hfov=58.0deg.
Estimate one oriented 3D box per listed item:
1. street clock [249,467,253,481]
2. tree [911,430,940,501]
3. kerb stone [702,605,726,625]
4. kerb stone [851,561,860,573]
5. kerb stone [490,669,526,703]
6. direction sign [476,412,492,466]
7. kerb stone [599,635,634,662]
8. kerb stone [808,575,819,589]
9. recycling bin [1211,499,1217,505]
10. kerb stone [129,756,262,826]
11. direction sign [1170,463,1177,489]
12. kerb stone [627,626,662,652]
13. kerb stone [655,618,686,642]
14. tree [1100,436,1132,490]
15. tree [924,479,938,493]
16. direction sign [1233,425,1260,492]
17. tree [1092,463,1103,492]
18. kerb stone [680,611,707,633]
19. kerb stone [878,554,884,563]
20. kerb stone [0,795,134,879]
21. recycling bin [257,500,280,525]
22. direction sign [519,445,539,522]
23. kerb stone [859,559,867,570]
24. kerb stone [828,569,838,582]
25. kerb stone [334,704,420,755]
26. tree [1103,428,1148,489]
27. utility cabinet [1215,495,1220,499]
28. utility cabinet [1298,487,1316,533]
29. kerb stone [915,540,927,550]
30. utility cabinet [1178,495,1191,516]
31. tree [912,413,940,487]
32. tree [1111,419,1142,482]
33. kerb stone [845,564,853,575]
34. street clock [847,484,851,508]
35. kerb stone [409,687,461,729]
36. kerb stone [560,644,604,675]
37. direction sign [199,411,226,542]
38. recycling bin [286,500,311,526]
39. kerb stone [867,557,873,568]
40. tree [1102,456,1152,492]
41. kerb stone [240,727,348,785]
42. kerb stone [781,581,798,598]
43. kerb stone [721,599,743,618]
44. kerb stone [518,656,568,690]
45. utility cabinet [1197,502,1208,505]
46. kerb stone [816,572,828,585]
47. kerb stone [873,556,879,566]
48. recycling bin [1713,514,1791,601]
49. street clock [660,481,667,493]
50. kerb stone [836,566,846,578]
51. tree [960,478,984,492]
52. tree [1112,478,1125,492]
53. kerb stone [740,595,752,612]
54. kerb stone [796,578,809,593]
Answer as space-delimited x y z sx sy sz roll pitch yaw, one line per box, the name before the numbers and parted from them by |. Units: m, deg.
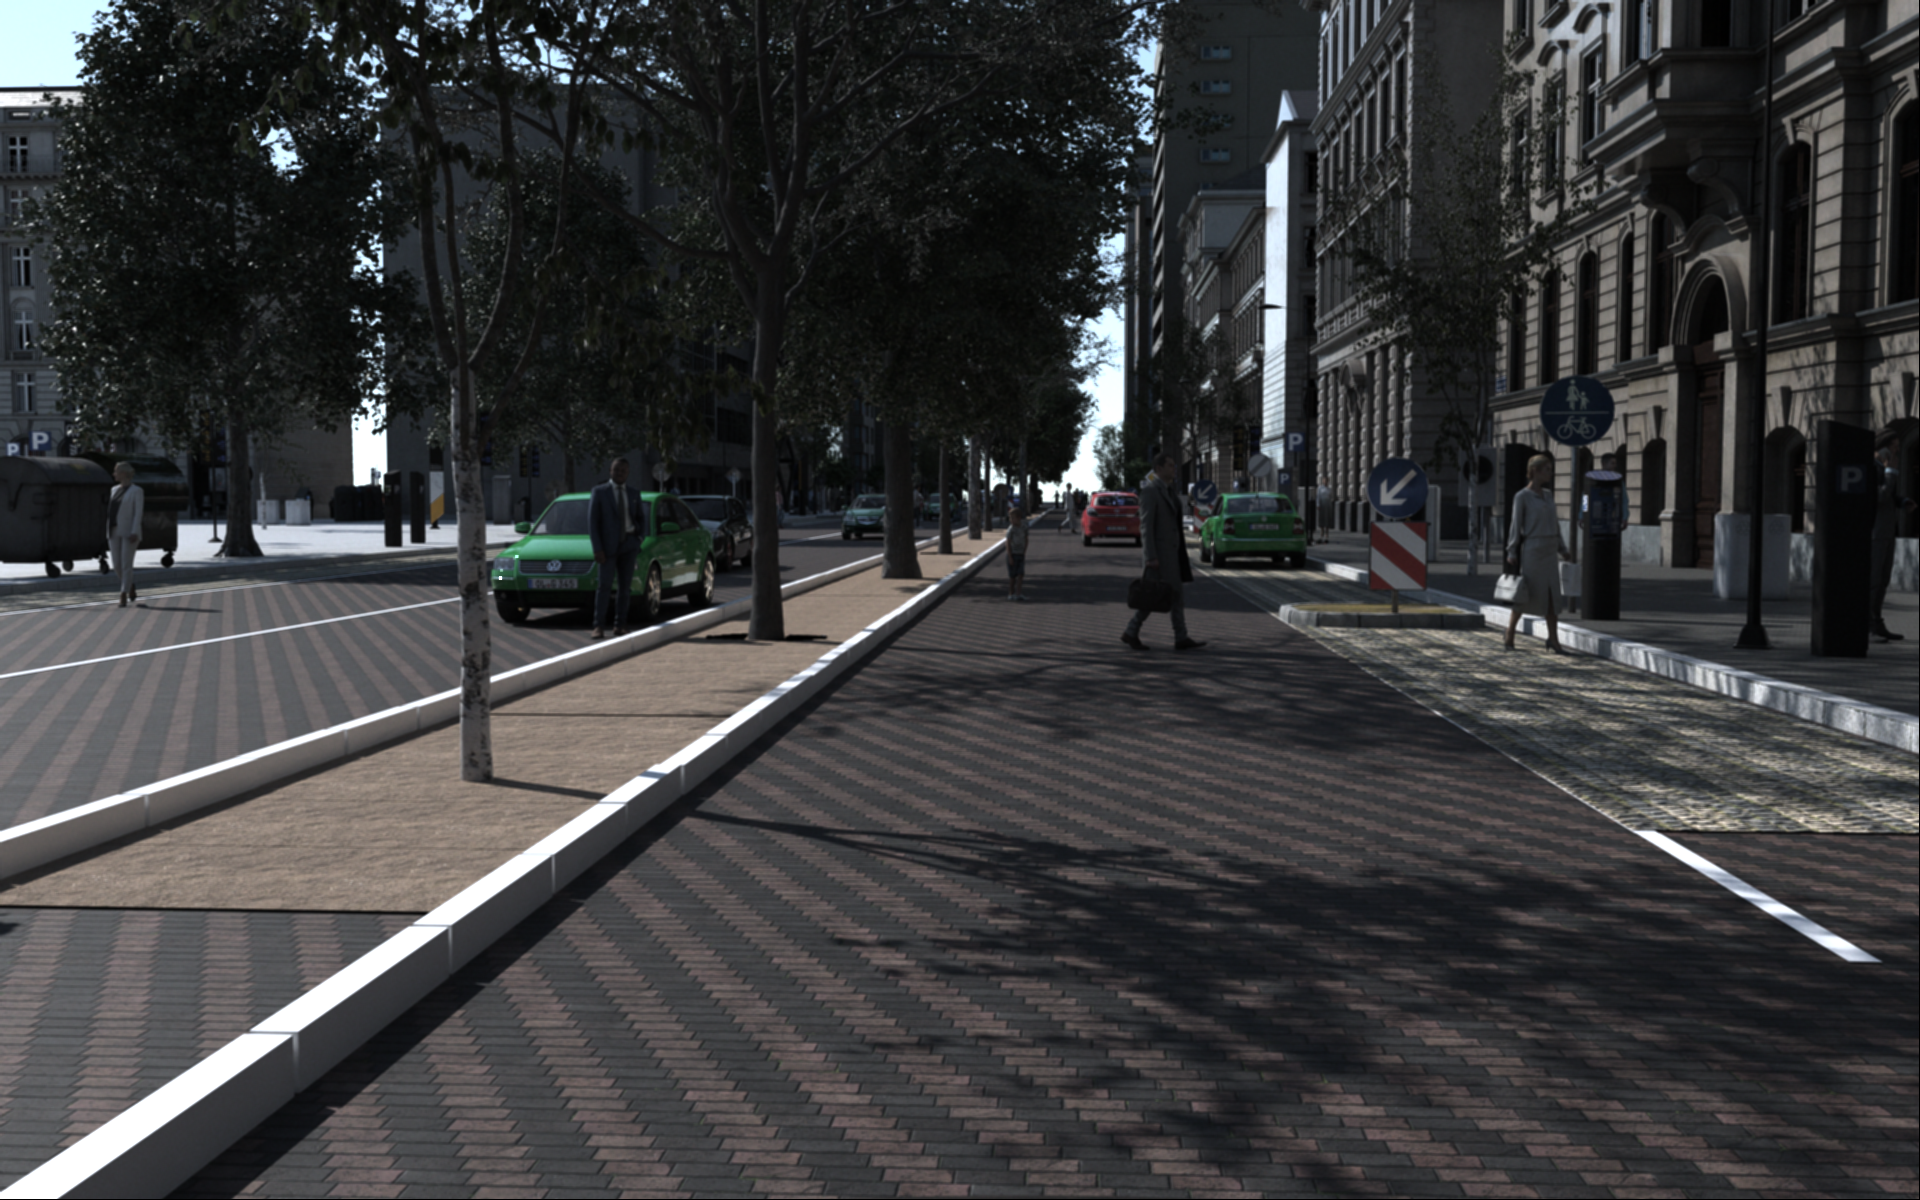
street clock | -17.647 -2.327 42.609 0.471 2.002 0.358 1 4 15
tree | -3.554 -15.234 199.435 4.737 8.622 4.395 0 3 0
kerb stone | -2.779 0.187 19.150 0.120 0.150 1.000 0 4 4
kerb stone | -1.979 -0.565 31.433 0.120 0.150 1.000 0 4 4
kerb stone | -3.239 0.624 11.994 0.120 0.150 1.000 0 4 4
direction sign | -13.287 -3.404 47.654 0.876 3.537 0.379 -3 5 -42
kerb stone | -3.040 0.440 15.067 0.120 0.150 1.000 0 4 4
kerb stone | -2.307 -0.250 26.321 0.120 0.150 1.000 0 4 4
recycling bin | 12.576 -4.386 84.269 0.722 1.027 0.722 1 4 18
kerb stone | -3.496 0.874 7.913 0.120 0.150 1.000 0 4 4
direction sign | 15.662 -8.273 127.267 0.379 3.537 0.876 -2 4 -27
kerb stone | -2.965 0.375 16.086 0.120 0.150 1.000 0 4 4
kerb stone | -2.903 0.311 17.107 0.120 0.150 1.000 0 4 4
tree | 19.735 -16.368 217.974 4.360 8.622 3.978 0 3 0
tree | -3.644 -13.030 207.641 1.663 3.219 1.824 0 3 0
direction sign | 9.466 -3.991 57.248 0.876 3.537 0.379 1 4 13
tree | 24.852 -21.051 294.551 4.737 8.622 4.395 0 3 0
kerb stone | -2.842 0.249 18.129 0.120 0.150 1.000 0 4 4
kerb stone | -1.718 -0.814 35.532 0.120 0.150 1.000 0 4 4
kerb stone | -3.568 0.937 6.891 0.120 0.150 1.000 0 4 4
recycling bin | -28.782 -3.641 72.085 0.722 1.027 0.722 0 4 -8
direction sign | -19.832 -5.373 79.842 0.876 3.537 0.379 -1 4 -9
kerb stone | -1.916 -0.627 32.454 0.120 0.150 1.000 0 4 4
kerb stone | -2.170 -0.372 28.367 0.120 0.150 1.000 0 4 4
kerb stone | -3.367 0.749 9.953 0.120 0.150 1.000 0 4 4
tree | 18.080 -14.188 182.333 4.737 8.622 4.395 0 3 0
utility cabinet | 15.000 -5.448 100.237 1.020 1.237 0.306 -2 4 -35
utility cabinet | 11.066 -2.938 56.716 0.318 1.500 1.173 -3 5 -43
kerb stone | -1.047 -1.436 45.750 0.120 0.150 1.000 0 4 4
utility cabinet | 13.178 -5.574 102.300 1.020 1.237 0.306 1 4 9
tree | -2.005 -18.804 224.458 9.611 12.733 9.660 0 3 0
tree | 21.598 -19.125 238.441 9.928 11.665 9.643 0 3 0
kerb stone | -2.041 -0.500 30.413 0.120 0.150 1.000 0 4 4
street clock | -7.897 -7.264 123.333 0.358 2.002 0.471 1 4 12
kerb stone | -3.290 0.686 10.973 0.120 0.150 1.000 0 4 4
kerb stone | -3.102 0.500 14.034 0.120 0.150 1.000 0 4 4
direction sign | -19.834 -3.305 46.036 0.379 3.537 0.876 1 4 21
recycling bin | -26.987 -3.552 70.624 0.722 1.027 0.722 1 4 9
kerb stone | -1.848 -0.689 33.476 0.120 0.150 1.000 0 4 4
tree | 15.397 -10.088 148.653 4.285 4.588 4.351 0 3 0
kerb stone | -3.441 0.811 8.934 0.120 0.150 1.000 0 4 4
kerb stone | -2.447 -0.126 24.272 0.120 0.150 1.000 0 4 4
kerb stone | -2.708 0.124 20.174 0.120 0.150 1.000 0 4 4
kerb stone | -3.173 0.562 13.014 0.120 0.150 1.000 0 4 4
utility cabinet | 11.319 -4.241 80.499 0.306 1.237 1.020 2 4 31
kerb stone | -2.248 -0.315 27.341 0.120 0.150 1.000 0 4 4
kerb stone | -1.776 -0.753 34.511 0.120 0.150 1.000 0 4 4
recycling bin | 9.679 -0.528 21.182 0.722 1.027 0.722 1 4 11
street clock | -12.104 -4.038 70.585 0.358 2.002 0.471 -1 4 -12
kerb stone | -2.110 -0.439 29.391 0.120 0.150 1.000 0 4 4
tree | 3.178 -19.623 304.546 4.285 4.588 4.351 0 3 0
tree | 19.741 -13.404 213.761 1.663 3.219 1.824 0 3 0
kerb stone | -2.642 0.061 21.194 0.120 0.150 1.000 0 4 4
kerb stone | -2.372 -0.190 25.297 0.120 0.150 1.000 0 4 4
